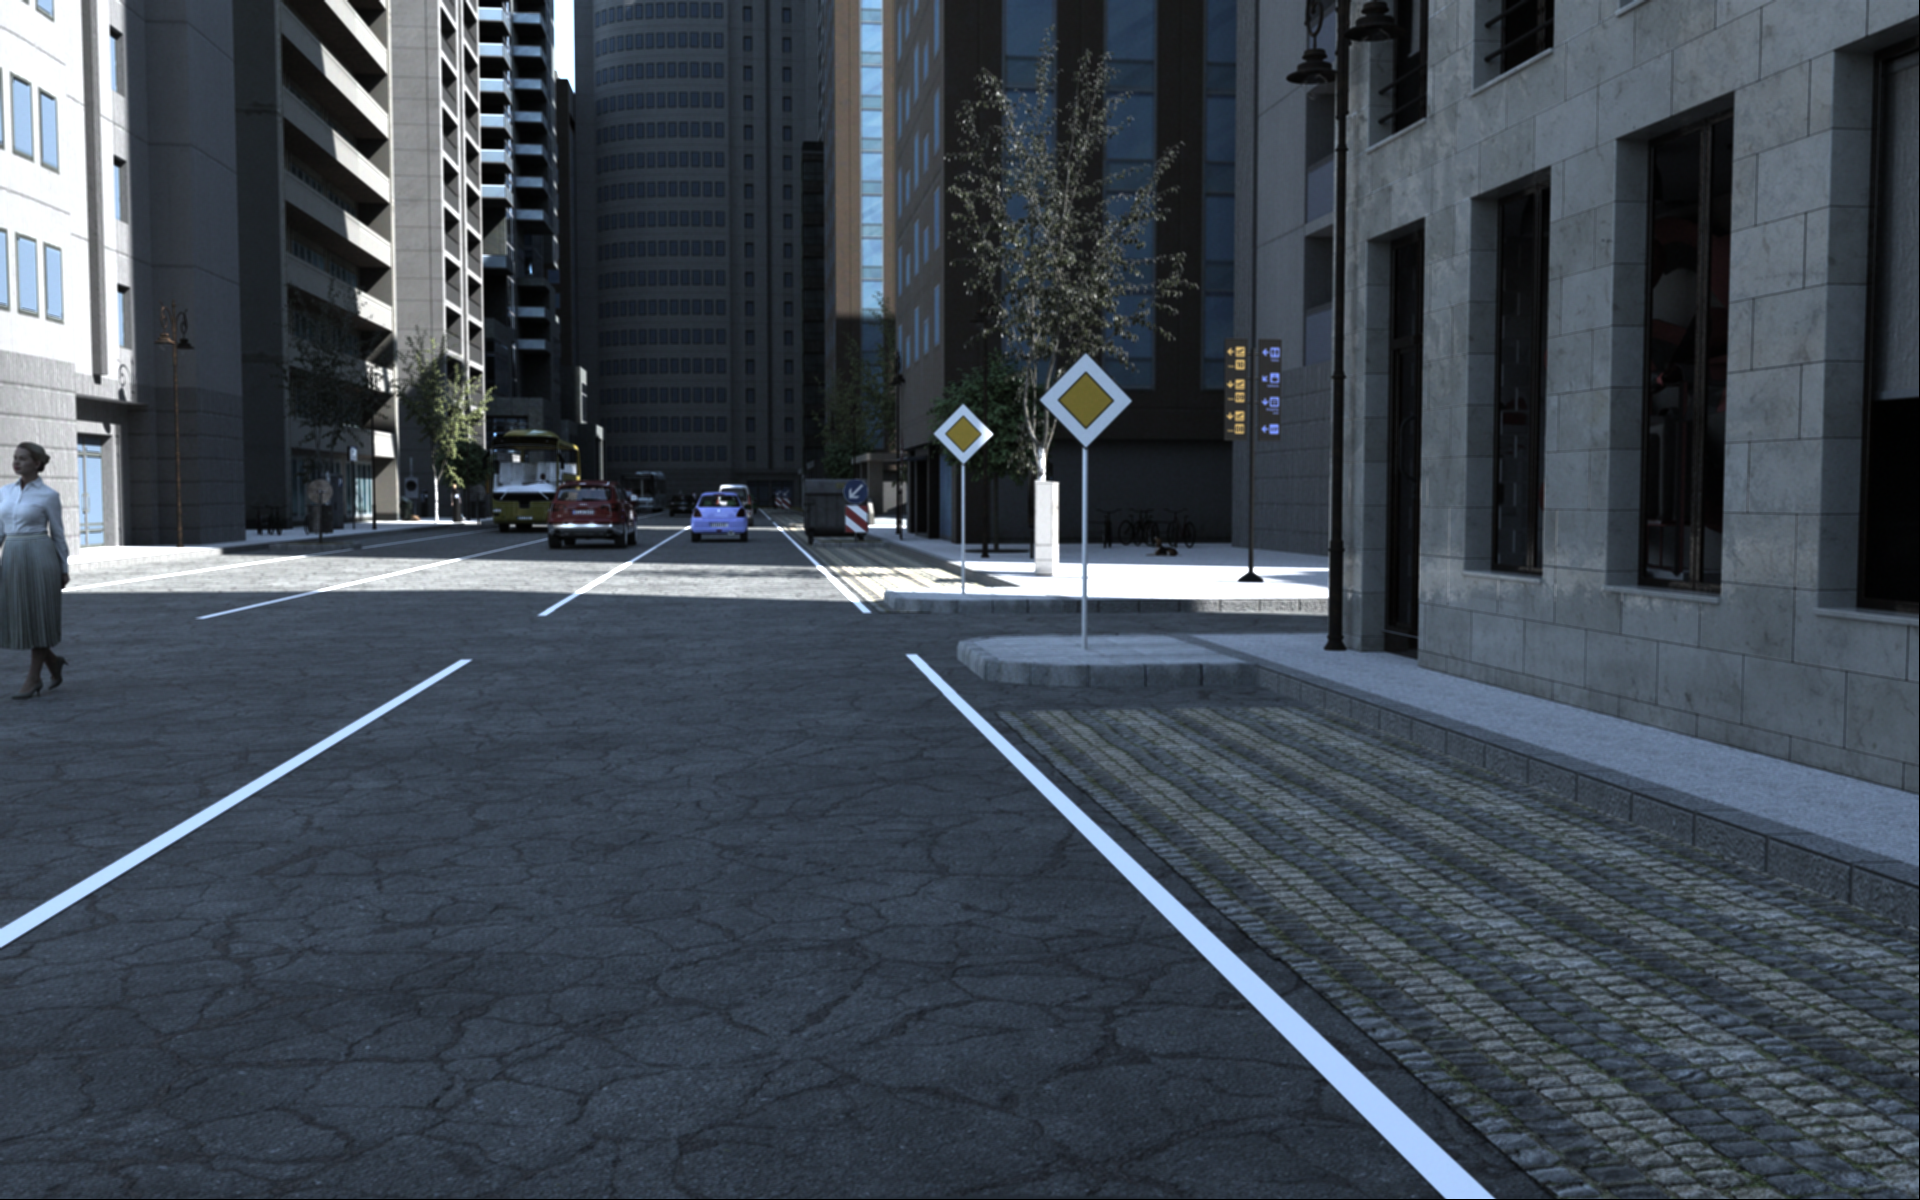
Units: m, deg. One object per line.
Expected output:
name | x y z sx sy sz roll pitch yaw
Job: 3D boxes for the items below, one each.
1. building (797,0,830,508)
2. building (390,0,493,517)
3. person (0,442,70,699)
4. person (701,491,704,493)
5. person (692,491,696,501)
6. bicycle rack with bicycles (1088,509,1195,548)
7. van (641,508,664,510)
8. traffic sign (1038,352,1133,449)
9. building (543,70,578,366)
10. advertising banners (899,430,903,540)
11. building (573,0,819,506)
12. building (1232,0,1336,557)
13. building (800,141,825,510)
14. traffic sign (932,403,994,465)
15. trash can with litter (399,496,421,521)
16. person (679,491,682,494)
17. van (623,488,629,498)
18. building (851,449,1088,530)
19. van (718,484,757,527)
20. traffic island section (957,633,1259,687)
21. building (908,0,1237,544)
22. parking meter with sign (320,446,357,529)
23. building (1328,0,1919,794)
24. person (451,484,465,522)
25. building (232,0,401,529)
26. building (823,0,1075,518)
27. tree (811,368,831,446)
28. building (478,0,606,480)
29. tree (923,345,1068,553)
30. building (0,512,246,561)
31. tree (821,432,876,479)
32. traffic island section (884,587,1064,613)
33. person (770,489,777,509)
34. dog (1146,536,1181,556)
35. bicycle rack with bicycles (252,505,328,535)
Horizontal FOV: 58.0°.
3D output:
building | -4.803 -44.283 162.286 20.563 71.187 20.611 0 4 -7
building | -37.426 -40.618 102.364 20.563 71.187 20.611 0 4 -7
person | -6.607 -0.222 12.361 0.478 1.798 0.641 1 4 11
person | -25.713 -9.974 172.396 0.721 1.723 1.217 -1 4 -16
person | -20.797 -7.684 135.074 0.436 1.711 0.756 1 4 16
bicycle rack with bicycles | 4.210 -1.759 42.135 2.852 0.926 2.925 -1 4 -10
van | -28.153 -9.427 158.520 2.240 2.365 5.245 0 4 -7
traffic sign | 1.050 -0.737 14.235 0.795 2.593 0.064 0 4 -7
building | -47.608 -32.573 182.684 14.200 45.320 14.600 0 4 -7
advertising banners | -1.644 -3.192 48.371 0.090 3.025 2.074 0 4 -2
building | -26.962 -39.516 188.091 28.212 58.520 21.231 0 4 -7
building | 21.659 -30.074 33.714 28.212 58.520 21.231 0 4 -7
building | -6.383 -22.869 145.604 14.160 30.474 14.107 0 4 -7
traffic sign | 0.063 -1.221 22.159 0.795 2.593 0.064 0 4 -7
trash can with litter | -25.870 -4.294 81.589 1.055 1.170 0.624 1 4 21
person | -23.943 -8.522 148.565 1.217 1.736 0.721 0 4 5
van | -23.170 -6.670 116.059 2.013 2.044 4.112 0 4 -7
building | 11.432 -23.662 78.757 32.217 40.220 23.993 0 4 -7
van | -10.051 -4.295 77.227 2.013 2.044 4.112 0 4 -6
traffic island section | 1.073 0.487 14.321 2.009 0.180 2.903 0 4 -7
building | 5.575 -24.496 50.620 14.600 45.320 14.200 0 4 -7
parking meter with sign | -22.953 -4.100 63.297 1.738 3.016 0.543 1 4 9
building | 9.344 -9.284 6.548 10.420 20.320 16.860 0 4 -7
person | -23.013 -4.450 79.477 0.598 1.740 0.731 0 4 -4
building | -36.305 -27.327 70.490 21.300 48.544 21.600 0 4 -7
building | -1.400 -28.127 109.987 14.600 45.320 14.200 0 4 -7
tree | -6.682 -9.158 100.095 4.737 8.622 4.395 0 3 0
building | -48.925 -51.554 155.580 31.000 86.520 22.319 0 4 -7
tree | 0.894 -3.343 38.364 4.285 4.588 4.351 0 3 0
building | -28.373 -29.897 30.811 21.231 58.520 28.212 0 4 -7
tree | -5.842 -6.641 92.297 4.285 4.588 4.351 0 3 0
traffic island section | 0.085 0.002 22.245 2.009 0.180 2.903 0 4 -7
person | -17.178 -9.330 160.670 0.705 1.869 1.348 -3 5 -42
dog | 4.229 -1.111 35.896 0.550 0.427 0.748 -1 4 -20
bicycle rack with bicycles | -21.250 -2.538 54.874 2.852 0.926 2.925 -1 4 -14
